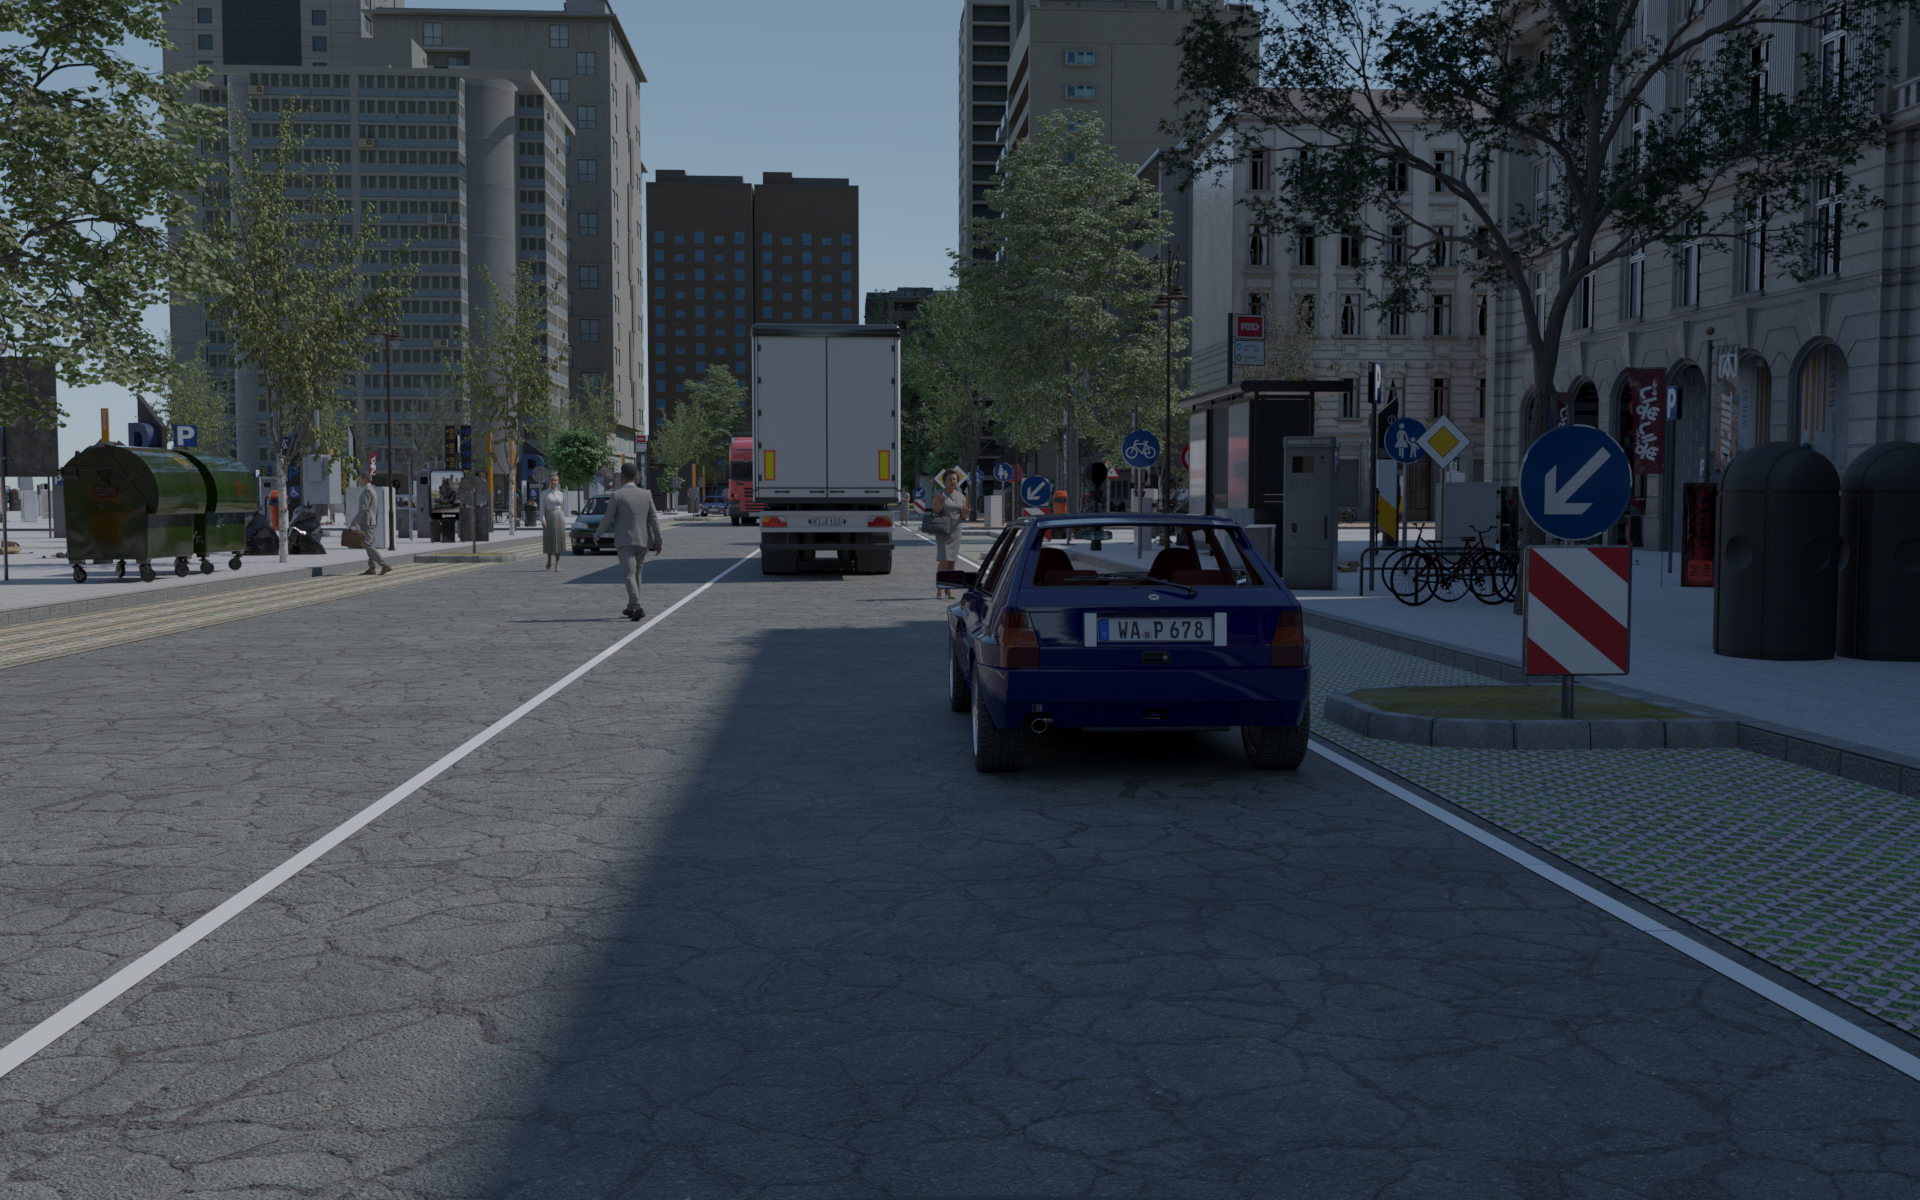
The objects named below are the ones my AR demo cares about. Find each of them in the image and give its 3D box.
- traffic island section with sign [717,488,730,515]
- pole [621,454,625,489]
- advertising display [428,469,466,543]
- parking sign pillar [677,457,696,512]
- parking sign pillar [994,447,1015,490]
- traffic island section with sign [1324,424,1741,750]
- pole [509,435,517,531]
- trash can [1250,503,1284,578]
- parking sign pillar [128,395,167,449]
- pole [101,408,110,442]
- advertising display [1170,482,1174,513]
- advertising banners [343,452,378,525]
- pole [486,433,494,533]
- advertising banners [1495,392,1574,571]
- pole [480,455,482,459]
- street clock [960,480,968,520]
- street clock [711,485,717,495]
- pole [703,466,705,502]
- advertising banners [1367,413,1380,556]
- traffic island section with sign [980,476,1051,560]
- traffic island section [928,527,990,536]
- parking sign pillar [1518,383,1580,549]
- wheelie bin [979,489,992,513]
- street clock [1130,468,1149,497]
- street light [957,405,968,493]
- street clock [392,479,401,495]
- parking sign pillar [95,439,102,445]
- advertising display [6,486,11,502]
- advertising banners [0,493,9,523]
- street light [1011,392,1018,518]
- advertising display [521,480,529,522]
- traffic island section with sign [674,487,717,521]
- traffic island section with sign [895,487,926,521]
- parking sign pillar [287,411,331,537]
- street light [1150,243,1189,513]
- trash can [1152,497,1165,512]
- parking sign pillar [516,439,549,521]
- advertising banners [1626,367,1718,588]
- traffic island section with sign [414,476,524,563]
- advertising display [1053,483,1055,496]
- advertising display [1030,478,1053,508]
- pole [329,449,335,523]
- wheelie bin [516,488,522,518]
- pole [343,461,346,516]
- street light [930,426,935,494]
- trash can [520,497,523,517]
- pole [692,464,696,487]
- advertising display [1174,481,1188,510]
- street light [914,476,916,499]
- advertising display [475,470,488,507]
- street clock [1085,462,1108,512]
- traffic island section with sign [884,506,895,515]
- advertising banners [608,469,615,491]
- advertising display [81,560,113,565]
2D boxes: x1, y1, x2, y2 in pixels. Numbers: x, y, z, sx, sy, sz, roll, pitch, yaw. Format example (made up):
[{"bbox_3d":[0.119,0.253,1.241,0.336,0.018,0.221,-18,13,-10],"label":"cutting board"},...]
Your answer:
[{"bbox_3d":[-15.965,-6.754,119.050,1.989,1.847,2.006,0,4,-4],"label":"traffic island section with sign"},{"bbox_3d":[-17.071,-5.747,87.813,0.158,3.312,0.155,0,3,0],"label":"pole"},{"bbox_3d":[-13.434,-2.457,45.381,0.974,1.923,0.123,-3,5,-39],"label":"advertising display"},{"bbox_3d":[-19.975,-8.452,126.668,1.447,3.967,1.447,-2,4,-28],"label":"parking sign pillar"},{"bbox_3d":[2.555,-6.561,95.736,1.447,3.967,1.447,1,4,14],"label":"parking sign pillar"},{"bbox_3d":[3.334,-0.120,10.597,1.989,1.847,2.006,0,4,-4],"label":"traffic island section with sign"},{"bbox_3d":[-15.319,-4.003,59.292,0.158,3.312,0.155,0,3,0],"label":"pole"},{"bbox_3d":[4.848,-0.925,26.779,0.748,1.137,0.748,0,3,0],"label":"trash can"},{"bbox_3d":[-21.996,-3.577,46.950,1.447,3.967,1.447,3,4,38],"label":"parking sign pillar"},{"bbox_3d":[-20.277,-2.894,41.157,0.158,3.312,0.155,0,3,0],"label":"pole"},{"bbox_3d":[11.367,-5.383,93.232,0.123,1.923,0.974,2,4,30],"label":"advertising display"},{"bbox_3d":[-24.492,-4.567,70.850,0.090,3.025,2.074,1,4,22],"label":"advertising banners"},{"bbox_3d":[-15.618,-3.895,57.522,0.158,3.312,0.155,0,3,0],"label":"pole"},{"bbox_3d":[9.744,-2.025,29.292,2.074,3.025,0.090,-3,4,-37],"label":"advertising banners"},{"bbox_3d":[-25.124,-5.929,90.783,0.158,3.312,0.155,0,3,0],"label":"pole"},{"bbox_3d":[0.170,-4.944,85.402,0.358,2.002,0.471,2,4,28],"label":"street clock"},{"bbox_3d":[-20.098,-8.374,141.476,0.358,2.002,0.471,2,4,29],"label":"street clock"},{"bbox_3d":[-18.878,-8.182,127.617,0.158,3.312,0.155,0,3,0],"label":"pole"},{"bbox_3d":[8.798,-2.490,36.898,0.090,3.025,2.074,0,4,8],"label":"advertising banners"},{"bbox_3d":[1.468,-1.785,37.815,1.989,1.847,2.006,0,4,-4],"label":"traffic island section with sign"},{"bbox_3d":[-0.075,-2.334,60.443,2.009,0.180,2.903,0,4,-4],"label":"traffic island section"},{"bbox_3d":[13.538,-3.144,39.873,1.447,3.967,1.447,0,4,5],"label":"parking sign pillar"},{"bbox_3d":[1.699,-6.685,117.215,0.980,1.594,0.693,-3,4,-38],"label":"wheelie bin"},{"bbox_3d":[4.789,-2.547,46.214,0.471,2.002,0.358,1,4,14],"label":"street clock"},{"bbox_3d":[0.117,-7.026,87.656,0.468,5.910,1.993,0,4,-4],"label":"street light"},{"bbox_3d":[-27.842,-4.953,85.551,0.471,2.002,0.358,-1,4,-12],"label":"street clock"},{"bbox_3d":[-41.770,-5.804,83.365,1.447,3.967,1.447,1,4,8],"label":"parking sign pillar"},{"bbox_3d":[-73.006,-7.766,132.193,0.974,1.923,0.123,-2,4,-34],"label":"advertising display"},{"bbox_3d":[-43.259,-4.916,76.559,2.074,3.025,0.090,-2,4,-25],"label":"advertising banners"},{"bbox_3d":[1.950,-5.327,59.879,0.468,5.910,1.993,0,4,-4],"label":"street light"},{"bbox_3d":[-19.908,-4.534,79.348,0.123,1.923,0.974,-2,4,-28],"label":"advertising display"},{"bbox_3d":[-14.142,-5.109,92.156,1.989,1.847,2.006,0,4,-4],"label":"traffic island section with sign"},{"bbox_3d":[-2.328,-5.187,93.432,1.989,1.847,2.006,0,4,-4],"label":"traffic island section with sign"},{"bbox_3d":[-19.780,-3.897,52.189,1.447,3.967,1.447,0,4,5],"label":"parking sign pillar"},{"bbox_3d":[3.861,-3.628,32.111,0.468,5.910,1.993,0,4,-4],"label":"street light"},{"bbox_3d":[9.590,-4.318,82.251,0.748,1.137,0.748,0,3,0],"label":"trash can"},{"bbox_3d":[-20.633,-5.848,84.081,1.447,3.967,1.447,1,4,9],"label":"parking sign pillar"},{"bbox_3d":[10.209,-1.685,23.744,2.074,3.025,0.090,1,4,21],"label":"advertising banners"},{"bbox_3d":[-10.358,-1.719,36.733,1.989,1.847,2.006,0,4,-4],"label":"traffic island section with sign"},{"bbox_3d":[4.955,-5.709,98.559,0.974,1.923,0.123,-2,4,-32],"label":"advertising display"},{"bbox_3d":[3.246,-3.959,69.936,0.974,1.923,0.123,3,5,41],"label":"advertising display"},{"bbox_3d":[-28.308,-5.150,78.042,0.158,3.312,0.155,0,3,0],"label":"pole"},{"bbox_3d":[-23.290,-5.089,91.109,0.693,1.594,0.980,-1,4,-10],"label":"wheelie bin"},{"bbox_3d":[-36.123,-6.597,101.710,0.158,3.312,0.155,0,3,0],"label":"pole"},{"bbox_3d":[-1.790,-8.712,115.227,0.468,5.910,1.993,0,4,-4],"label":"street light"},{"bbox_3d":[-22.148,-4.711,88.680,0.748,1.137,0.748,0,3,0],"label":"trash can"},{"bbox_3d":[-17.915,-7.512,116.669,0.158,3.312,0.155,0,3,0],"label":"pole"},{"bbox_3d":[11.277,-5.009,87.108,0.123,1.923,0.974,-3,5,-40],"label":"advertising display"},{"bbox_3d":[-3.707,-10.364,142.233,0.468,5.910,1.993,0,4,-4],"label":"street light"},{"bbox_3d":[-12.928,-2.545,46.825,0.123,1.923,0.974,0,4,-2],"label":"advertising display"},{"bbox_3d":[3.085,-2.118,39.206,0.471,2.002,0.358,-2,4,-24],"label":"street clock"},{"bbox_3d":[-4.156,-6.832,120.325,1.989,1.847,2.006,0,4,-4],"label":"traffic island section with sign"},{"bbox_3d":[-18.161,-5.955,93.549,2.074,3.025,0.090,0,4,7],"label":"advertising banners"},{"bbox_3d":[-15.721,-1.621,31.725,0.123,1.923,0.974,1,4,21],"label":"advertising display"}]
